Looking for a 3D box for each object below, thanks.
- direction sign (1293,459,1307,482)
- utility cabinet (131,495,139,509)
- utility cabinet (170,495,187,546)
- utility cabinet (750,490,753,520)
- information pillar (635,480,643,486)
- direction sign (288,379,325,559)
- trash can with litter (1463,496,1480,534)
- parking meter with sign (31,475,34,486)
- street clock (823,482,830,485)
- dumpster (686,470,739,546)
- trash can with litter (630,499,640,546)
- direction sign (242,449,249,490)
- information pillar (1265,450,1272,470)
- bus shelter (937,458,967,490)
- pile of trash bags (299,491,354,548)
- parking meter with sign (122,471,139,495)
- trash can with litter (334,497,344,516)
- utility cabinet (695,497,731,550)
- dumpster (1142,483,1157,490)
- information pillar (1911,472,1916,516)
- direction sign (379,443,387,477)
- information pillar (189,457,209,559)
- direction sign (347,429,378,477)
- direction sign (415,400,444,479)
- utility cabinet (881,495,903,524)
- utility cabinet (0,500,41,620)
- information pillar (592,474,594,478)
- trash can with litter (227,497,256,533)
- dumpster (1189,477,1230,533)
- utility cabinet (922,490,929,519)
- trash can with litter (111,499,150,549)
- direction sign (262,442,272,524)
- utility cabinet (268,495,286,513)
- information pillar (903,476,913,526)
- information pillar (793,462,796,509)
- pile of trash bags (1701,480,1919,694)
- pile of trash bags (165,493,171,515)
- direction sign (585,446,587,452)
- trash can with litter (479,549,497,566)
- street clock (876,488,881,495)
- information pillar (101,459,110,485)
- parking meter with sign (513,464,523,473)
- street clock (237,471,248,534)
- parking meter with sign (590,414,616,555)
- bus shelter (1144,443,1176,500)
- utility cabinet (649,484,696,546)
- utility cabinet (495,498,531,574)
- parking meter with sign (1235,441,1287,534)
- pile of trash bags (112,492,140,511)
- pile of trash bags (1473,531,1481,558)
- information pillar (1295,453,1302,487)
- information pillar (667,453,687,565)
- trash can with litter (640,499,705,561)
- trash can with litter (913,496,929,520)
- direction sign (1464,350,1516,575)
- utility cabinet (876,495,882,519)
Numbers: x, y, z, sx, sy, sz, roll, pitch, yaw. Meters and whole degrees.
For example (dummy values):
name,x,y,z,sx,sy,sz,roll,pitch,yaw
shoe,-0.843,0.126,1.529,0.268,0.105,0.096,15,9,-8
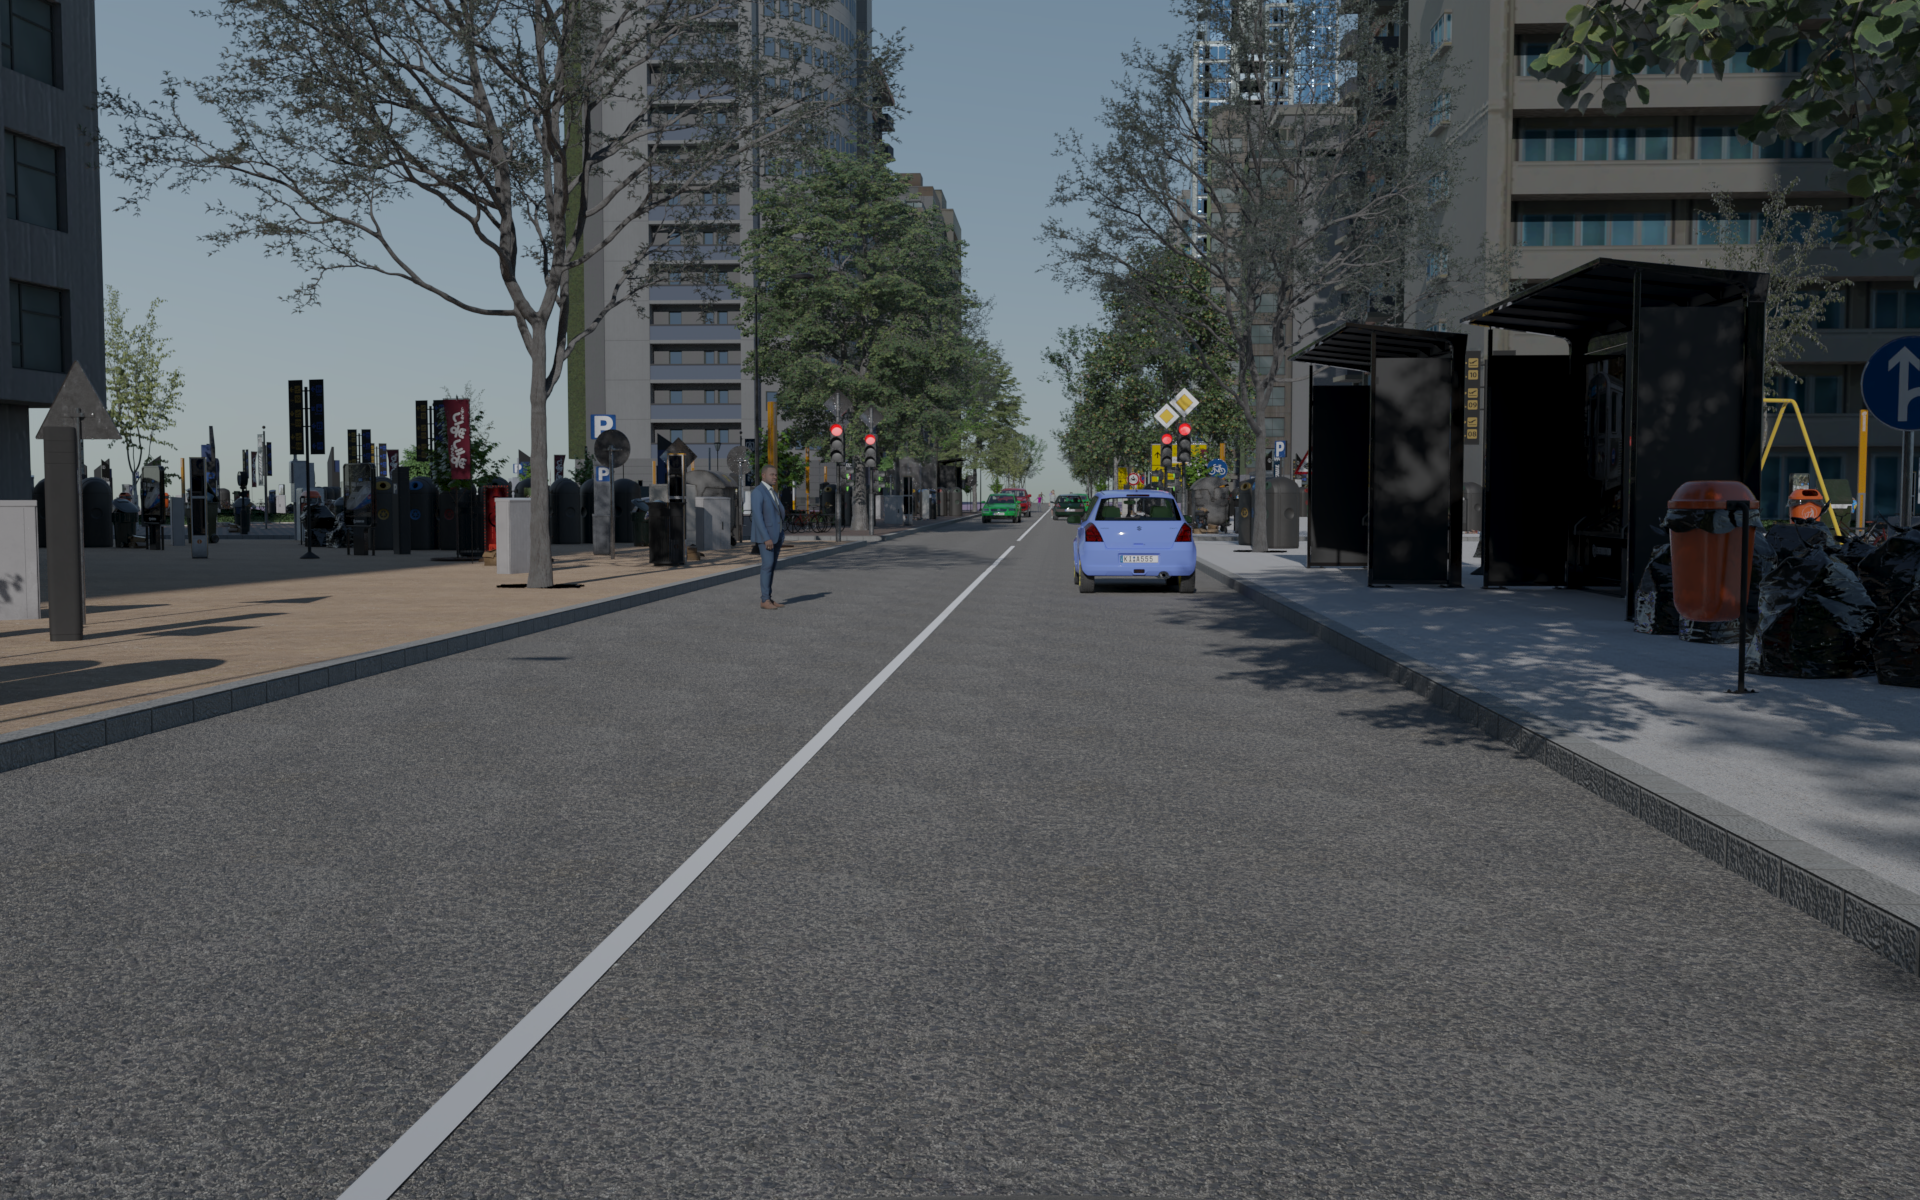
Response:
name,x,y,z,sx,sy,sz,roll,pitch,yaw
direction sign,21.972,-7.343,112.050,0.876,3.537,0.379,1,4,13
utility cabinet,-59.598,-6.951,124.812,0.306,1.237,1.020,0,4,4
utility cabinet,-19.543,-1.964,43.270,0.306,1.237,1.020,-2,4,-27
utility cabinet,-9.632,-4.604,83.951,0.318,1.500,1.173,3,5,40
information pillar,-16.692,-5.235,90.092,0.304,2.012,0.304,-3,5,-41
direction sign,-12.925,-2.589,34.322,0.876,3.537,0.379,1,4,23
trash can with litter,16.405,-2.746,55.954,1.678,1.210,2.233,-2,4,-30
parking meter with sign,-37.529,-4.481,69.522,1.738,3.016,0.543,-2,4,-26
street clock,-7.973,-6.022,103.030,0.471,2.002,0.358,-3,4,-36
dumpster,-6.143,-2.217,42.012,1.264,1.857,1.865,0,4,3
trash can with litter,-7.508,-1.882,42.153,1.055,1.170,0.624,2,4,31
direction sign,-36.203,-5.862,87.833,0.379,3.537,0.876,-3,5,-40
information pillar,16.402,-6.173,92.282,0.504,3.616,0.183,-2,4,-24
bus shelter,-0.551,-7.605,115.617,1.731,3.624,6.357,0,4,4
pile of trash bags,-15.374,-2.017,42.737,3.447,1.369,1.912,3,5,43
parking meter with sign,-63.997,-8.371,133.134,1.738,3.016,0.543,1,4,15
trash can with litter,-23.747,-3.364,66.393,0.624,1.170,1.055,0,4,6
utility cabinet,-5.690,-1.755,39.851,0.306,1.237,1.020,2,4,29
dumpster,9.666,-4.909,86.021,1.264,1.857,1.865,0,4,3
information pillar,31.324,-3.220,57.135,0.304,2.012,0.304,2,4,25
direction sign,-25.894,-5.197,76.974,0.876,3.537,0.379,-3,4,-36
information pillar,-15.155,-1.835,34.487,0.304,2.012,0.304,-1,4,-21
direction sign,-20.940,-4.187,60.454,0.876,3.537,0.379,1,4,10
direction sign,-12.737,-3.043,41.755,0.876,3.537,0.379,1,4,22
utility cabinet,-2.761,-3.884,74.661,1.020,1.237,0.306,2,4,24
utility cabinet,-9.946,-0.394,17.603,1.020,1.237,0.306,-2,4,-31
information pillar,-13.170,-3.580,63.020,0.304,2.012,0.304,1,4,21
trash can with litter,-24.115,-2.855,58.069,0.624,1.170,1.055,0,4,1
dumpster,8.384,-3.199,58.054,1.264,1.857,1.865,0,4,3
utility cabinet,-1.561,-4.908,88.929,0.318,1.500,1.173,-1,4,-23
trash can with litter,-19.620,-1.817,41.095,1.055,1.170,0.624,2,4,31
direction sign,-30.033,-5.076,74.989,0.379,3.537,0.876,1,4,11
utility cabinet,-43.712,-6.098,110.869,1.020,1.237,0.306,-1,4,-12
information pillar,-2.134,-4.048,70.683,0.304,2.012,0.304,2,4,27
information pillar,-9.954,-6.900,104.172,0.183,3.616,0.504,1,4,10
pile of trash bags,6.237,-0.132,11.916,3.447,1.369,1.912,-2,4,-24
pile of trash bags,-47.051,-5.666,102.387,1.912,1.369,3.447,-2,4,-29
direction sign,-17.646,-5.495,81.833,0.379,3.537,0.876,0,4,-6
trash can with litter,-8.079,-1.196,30.948,1.055,1.170,0.624,0,4,7
street clock,-4.952,-6.171,105.462,0.358,2.002,0.471,1,4,20
information pillar,-56.844,-7.575,115.202,0.504,3.616,0.183,-3,5,-43
parking meter with sign,-25.369,-6.370,100.408,0.543,3.016,1.738,0,4,2
street clock,-22.765,-3.085,55.007,0.358,2.002,0.471,-3,4,-37
parking meter with sign,-7.658,-2.501,37.150,0.543,3.016,1.738,-1,4,-10
bus shelter,12.267,-7.689,103.345,2.179,5.291,8.768,0,4,3
utility cabinet,-6.397,-1.829,38.583,1.173,1.500,0.318,3,4,37
utility cabinet,-7.124,-1.043,28.217,0.306,1.237,1.020,1,4,23
parking meter with sign,9.750,-3.667,56.224,1.738,3.016,0.543,-2,4,-28
pile of trash bags,-61.305,-7.245,128.212,3.447,1.369,1.912,-3,5,-43
pile of trash bags,12.160,-1.558,35.230,3.447,1.369,1.912,-3,4,-36
information pillar,19.311,-6.579,98.919,0.504,3.616,0.183,-3,5,-41
information pillar,-5.125,-1.644,31.378,0.304,2.012,0.304,0,4,-1
trash can with litter,-5.498,-1.347,33.411,1.055,1.170,0.624,-3,5,-41
trash can with litter,-2.327,-4.532,85.153,1.678,1.210,2.233,-1,4,-17
direction sign,8.305,-2.166,27.405,0.876,3.537,0.379,1,4,10
utility cabinet,-4.206,-4.853,90.511,0.306,1.237,1.020,0,4,8
